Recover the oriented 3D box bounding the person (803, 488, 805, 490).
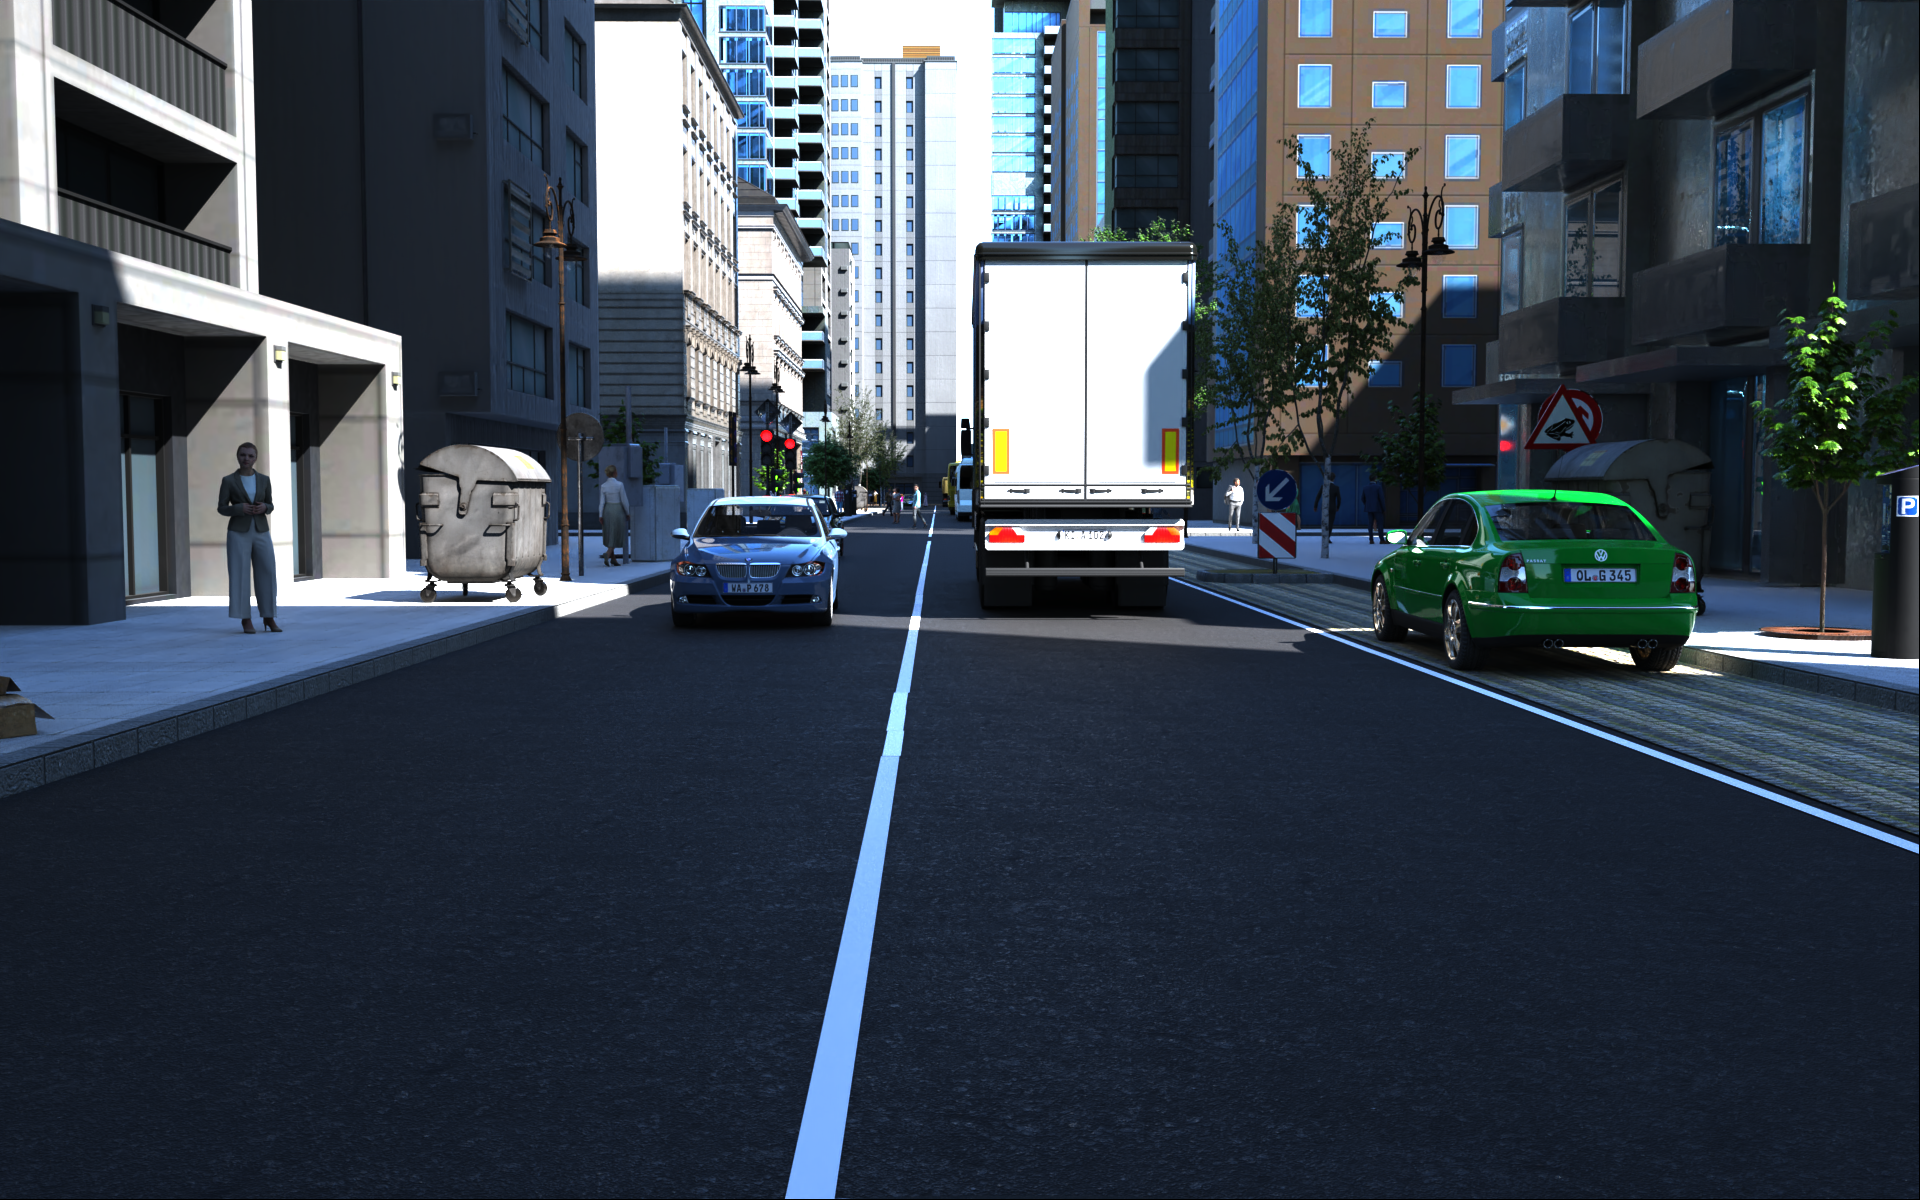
[{"bbox_3d":[-11.947,-7.746,133.447,0.760,1.731,0.466,2,4,29],"label":"person"}]

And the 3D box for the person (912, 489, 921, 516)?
[{"bbox_3d":[-2.874,-6.529,115.274,0.654,1.822,0.581,-1,4,-10],"label":"person"}]

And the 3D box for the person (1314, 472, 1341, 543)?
[{"bbox_3d":[9.642,-2.411,45.238,0.659,1.850,0.755,2,4,26],"label":"person"}]

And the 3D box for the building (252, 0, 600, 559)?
[{"bbox_3d":[-16.175,-21.778,39.657,14.086,41.232,14.154,0,4,-1],"label":"building"}]

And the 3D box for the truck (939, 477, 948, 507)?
[{"bbox_3d":[-0.721,-12.318,197.331,3.469,3.379,9.791,0,4,0],"label":"truck"}]

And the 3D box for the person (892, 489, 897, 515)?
[{"bbox_3d":[-4.238,-6.547,115.894,0.716,1.782,0.532,3,5,40],"label":"person"}]

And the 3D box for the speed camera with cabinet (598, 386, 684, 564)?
[{"bbox_3d":[-6.003,-2.334,32.504,0.660,3.252,2.038,1,4,21],"label":"speed camera with cabinet"}]

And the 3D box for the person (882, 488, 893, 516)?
[{"bbox_3d":[-4.689,-6.417,113.324,0.836,1.842,0.656,1,4,8],"label":"person"}]

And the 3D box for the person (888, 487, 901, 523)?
[{"bbox_3d":[-3.202,-4.628,84.525,0.532,1.782,0.716,-2,4,-27],"label":"person"}]

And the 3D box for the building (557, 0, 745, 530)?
[{"bbox_3d":[-14.611,-13.535,70.455,9.793,20.994,18.267,0,4,-1],"label":"building"}]

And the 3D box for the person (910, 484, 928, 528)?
[{"bbox_3d":[-1.744,-3.920,72.451,0.748,1.841,0.638,1,4,10],"label":"person"}]

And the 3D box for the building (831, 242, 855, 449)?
[{"bbox_3d":[-19.191,-26.163,199.464,14.107,30.474,14.160,0,4,-1],"label":"building"}]

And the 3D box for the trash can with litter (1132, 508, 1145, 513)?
[{"bbox_3d":[6.564,-3.272,64.881,1.055,1.170,0.624,-1,4,-23],"label":"trash can with litter"}]

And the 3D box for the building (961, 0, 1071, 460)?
[{"bbox_3d":[15.721,-56.108,230.033,31.000,86.520,22.319,0,4,-1],"label":"building"}]

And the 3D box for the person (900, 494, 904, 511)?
[{"bbox_3d":[-5.084,-8.438,149.687,0.599,1.433,0.991,2,4,24],"label":"person"}]

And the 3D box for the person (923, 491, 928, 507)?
[{"bbox_3d":[-3.862,-11.185,192.048,0.621,1.740,0.551,-1,4,-15],"label":"person"}]

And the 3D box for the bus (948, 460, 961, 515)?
[{"bbox_3d":[0.547,-8.058,123.302,2.896,3.916,12.252,0,4,1],"label":"bus"}]

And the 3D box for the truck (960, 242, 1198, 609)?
[{"bbox_3d":[1.413,-2.199,24.865,2.839,4.237,11.283,0,4,0],"label":"truck"}]

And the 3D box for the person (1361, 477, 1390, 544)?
[{"bbox_3d":[10.662,-2.341,44.498,0.721,1.800,0.419,2,4,33],"label":"person"}]

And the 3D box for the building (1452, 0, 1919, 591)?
[{"bbox_3d":[21.575,-24.754,24.334,23.786,49.044,30.456,0,4,-1],"label":"building"}]

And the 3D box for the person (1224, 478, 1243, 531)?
[{"bbox_3d":[9.442,-3.278,59.732,0.679,1.850,0.850,0,4,-7],"label":"person"}]

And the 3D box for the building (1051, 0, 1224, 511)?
[{"bbox_3d":[15.813,-31.305,161.949,14.600,45.320,14.200,0,4,-1],"label":"building"}]

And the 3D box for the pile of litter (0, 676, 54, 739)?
[{"bbox_3d":[-5.454,0.288,9.257,1.176,0.858,1.719,0,4,-1],"label":"pile of litter"}]

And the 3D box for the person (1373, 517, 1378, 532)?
[{"bbox_3d":[14.240,-2.959,59.093,0.373,1.253,0.362,2,4,28],"label":"person"}]

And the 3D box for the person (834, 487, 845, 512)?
[{"bbox_3d":[-6.705,-5.462,96.190,0.563,1.720,0.643,1,4,12],"label":"person"}]

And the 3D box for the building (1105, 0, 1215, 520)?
[{"bbox_3d":[14.359,-19.496,90.460,14.160,30.474,14.107,0,4,-1],"label":"building"}]

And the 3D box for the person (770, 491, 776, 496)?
[{"bbox_3d":[-8.949,-4.713,83.780,0.731,1.740,0.598,1,4,11],"label":"person"}]

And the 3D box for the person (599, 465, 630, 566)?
[{"bbox_3d":[-6.163,-1.492,30.661,0.478,1.798,0.641,2,4,24],"label":"person"}]

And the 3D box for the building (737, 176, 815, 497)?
[{"bbox_3d":[-15.060,-15.230,99.922,10.553,20.767,40.483,0,4,-1],"label":"building"}]

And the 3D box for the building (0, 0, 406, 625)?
[{"bbox_3d":[-18.784,-35.593,20.199,20.563,71.187,20.611,0,4,-1],"label":"building"}]

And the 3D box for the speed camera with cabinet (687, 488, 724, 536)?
[{"bbox_3d":[-8.021,-3.492,51.437,2.038,3.252,0.660,1,4,20],"label":"speed camera with cabinet"}]

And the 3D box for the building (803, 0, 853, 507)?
[{"bbox_3d":[-21.347,-45.050,174.817,20.563,71.187,20.611,0,4,-1],"label":"building"}]

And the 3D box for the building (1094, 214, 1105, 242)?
[{"bbox_3d":[22.552,-16.835,120.288,27.650,21.520,28.899,0,4,-1],"label":"building"}]

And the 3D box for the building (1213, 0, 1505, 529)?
[{"bbox_3d":[18.077,-25.620,68.996,14.200,45.320,14.600,0,4,-1],"label":"building"}]

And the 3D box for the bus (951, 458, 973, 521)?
[{"bbox_3d":[1.039,-6.135,95.163,2.948,3.499,13.247,0,4,-1],"label":"bus"}]

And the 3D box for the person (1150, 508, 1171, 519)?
[{"bbox_3d":[7.726,-3.464,68.179,1.012,1.151,0.738,1,4,18],"label":"person"}]

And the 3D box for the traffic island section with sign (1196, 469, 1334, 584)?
[{"bbox_3d":[4.950,-1.215,28.488,1.989,1.847,2.006,0,4,-1],"label":"traffic island section with sign"}]

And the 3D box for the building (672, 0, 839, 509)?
[{"bbox_3d":[-21.403,-51.126,148.589,22.319,86.520,31.000,0,4,-1],"label":"building"}]

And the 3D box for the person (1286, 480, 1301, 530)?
[{"bbox_3d":[11.951,-3.408,62.007,0.529,1.795,0.600,2,4,26],"label":"person"}]

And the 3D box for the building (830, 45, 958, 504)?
[{"bbox_3d":[-14.552,-42.154,231.212,28.212,58.520,21.231,0,4,-1],"label":"building"}]

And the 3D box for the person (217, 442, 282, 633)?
[{"bbox_3d":[-6.540,-0.573,15.957,0.519,1.759,0.362,-3,4,-37],"label":"person"}]

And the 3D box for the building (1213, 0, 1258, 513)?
[{"bbox_3d":[16.366,-30.415,147.397,14.600,45.320,14.200,0,4,-1],"label":"building"}]
